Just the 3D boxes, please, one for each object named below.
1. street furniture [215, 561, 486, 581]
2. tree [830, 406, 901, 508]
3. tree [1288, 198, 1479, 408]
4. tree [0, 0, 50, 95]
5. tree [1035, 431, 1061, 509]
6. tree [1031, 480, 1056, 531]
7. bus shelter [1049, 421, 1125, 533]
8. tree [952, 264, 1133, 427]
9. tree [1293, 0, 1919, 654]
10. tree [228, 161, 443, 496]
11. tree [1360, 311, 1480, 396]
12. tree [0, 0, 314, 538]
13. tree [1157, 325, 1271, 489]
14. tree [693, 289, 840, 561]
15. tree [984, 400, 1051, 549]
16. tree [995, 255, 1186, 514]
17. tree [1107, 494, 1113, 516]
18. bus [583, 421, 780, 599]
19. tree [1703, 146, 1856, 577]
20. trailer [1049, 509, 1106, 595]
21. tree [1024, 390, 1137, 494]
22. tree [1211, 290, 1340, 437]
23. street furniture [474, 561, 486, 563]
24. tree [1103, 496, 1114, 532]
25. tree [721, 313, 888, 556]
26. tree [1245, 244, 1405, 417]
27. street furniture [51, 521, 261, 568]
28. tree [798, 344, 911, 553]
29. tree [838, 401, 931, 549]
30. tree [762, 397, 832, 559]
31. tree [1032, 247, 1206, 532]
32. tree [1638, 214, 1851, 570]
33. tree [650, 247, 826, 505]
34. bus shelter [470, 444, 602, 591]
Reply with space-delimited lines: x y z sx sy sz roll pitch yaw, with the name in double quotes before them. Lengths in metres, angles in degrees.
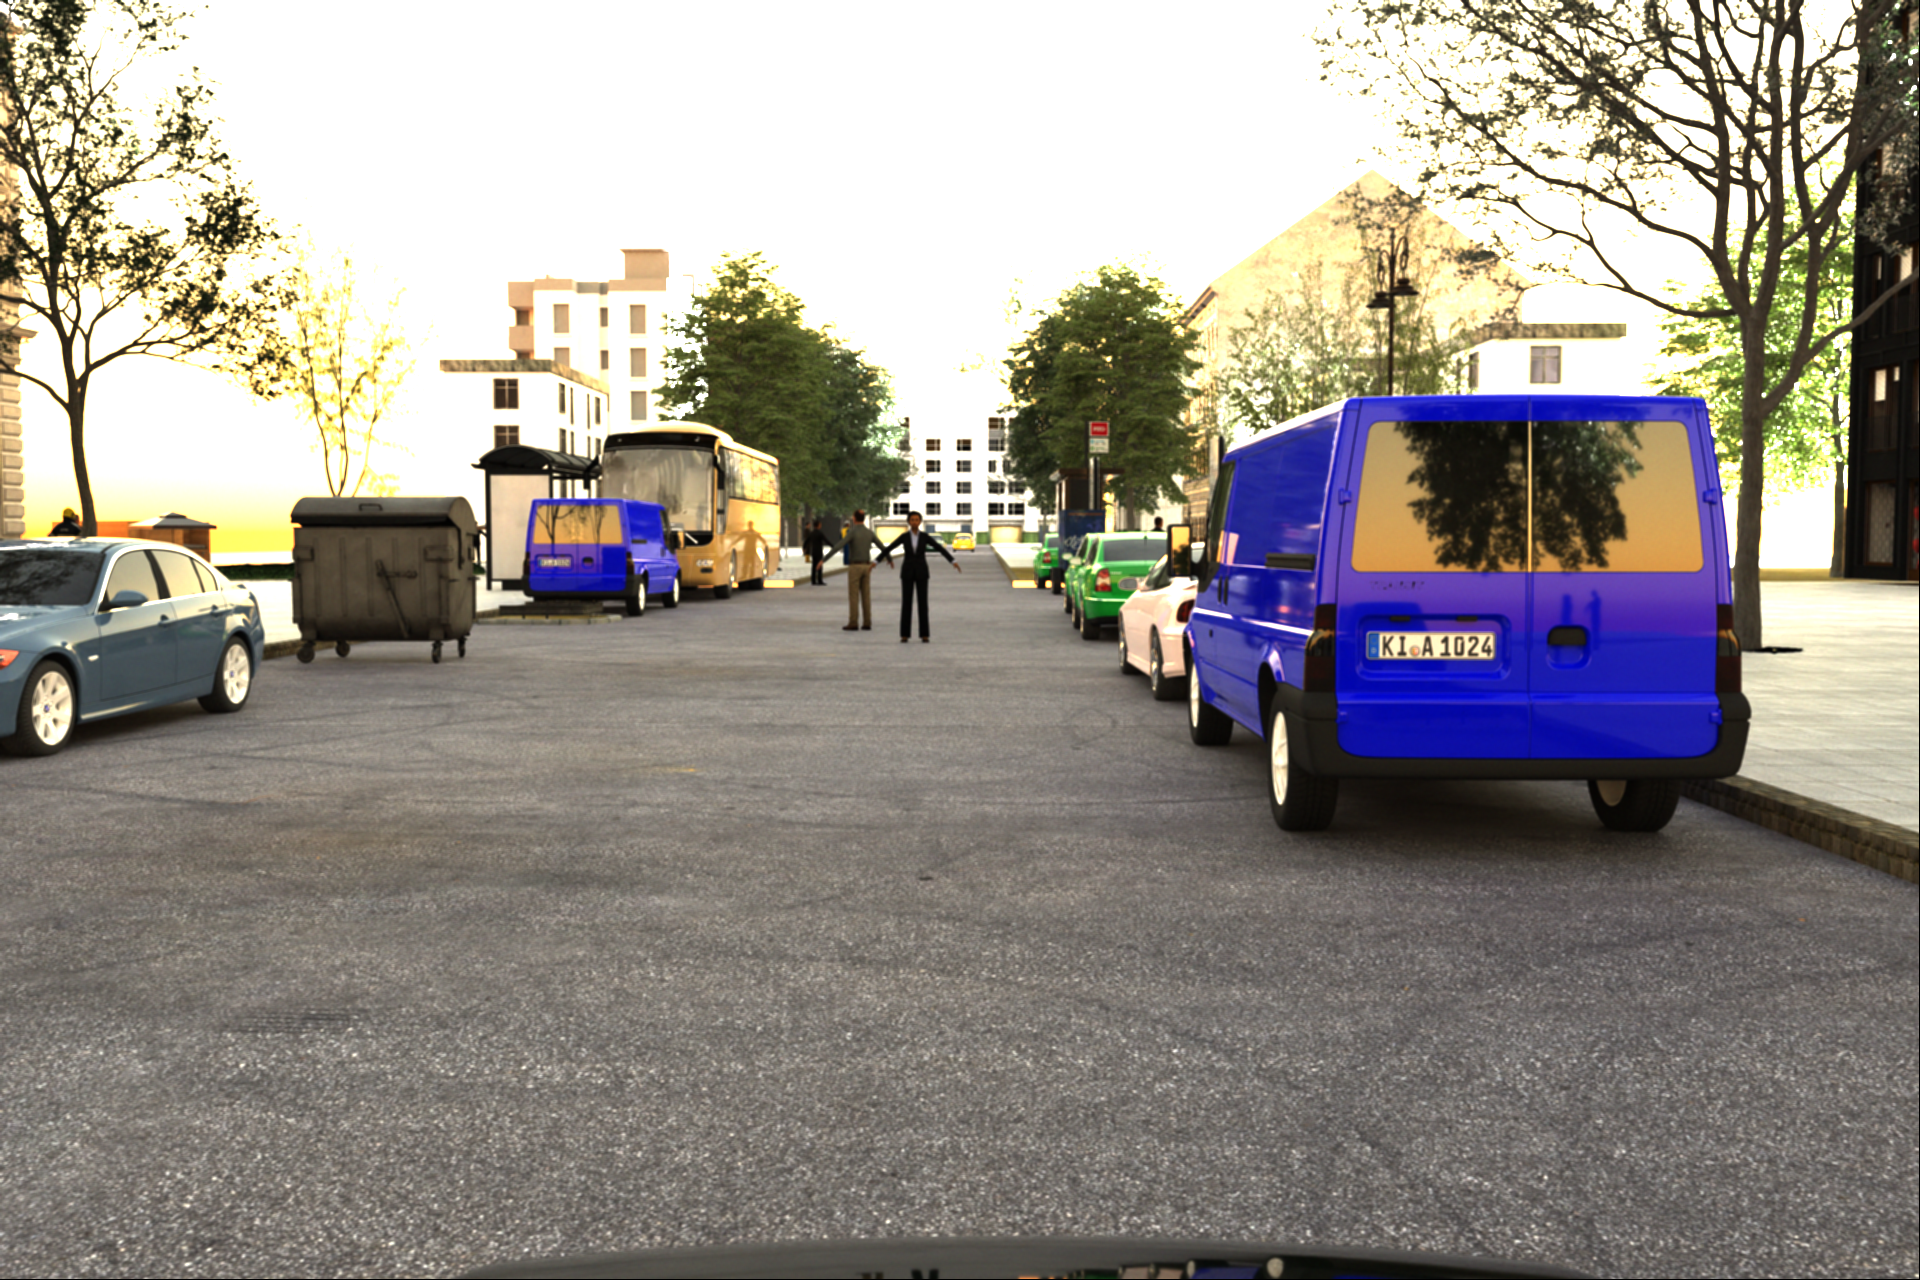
"street furniture" -17.941 -2.204 51.660 5.734 0.657 10.072 1 4 14
"tree" -8.269 -12.856 135.953 9.928 11.665 9.643 0 3 0
"tree" 8.916 -5.264 36.428 4.360 8.622 3.978 0 3 0
"tree" -12.512 -6.333 13.908 12.009 13.543 11.850 0 3 0
"tree" 6.710 -9.774 110.170 4.360 8.622 3.978 0 3 0
"tree" 7.917 -11.378 136.387 4.360 8.622 3.978 0 3 0
"bus shelter" 4.212 -4.981 59.074 2.179 5.291 8.768 0 4 0
"tree" 6.247 -16.305 122.480 12.611 20.169 13.585 0 3 0
"tree" 8.785 -6.627 18.720 12.009 13.543 11.850 0 3 0
"tree" -12.595 -5.174 34.959 4.360 8.622 3.978 0 3 0
"tree" 15.072 -6.490 56.477 4.737 8.622 4.395 0 3 0
"tree" -13.168 -5.567 25.429 7.601 10.594 8.767 -1 4 -9
"tree" 9.193 -6.746 60.660 4.360 8.622 3.978 0 3 0
"tree" -8.919 -9.941 80.664 7.486 12.596 7.792 0 3 0
"tree" 7.470 -14.812 152.545 12.009 13.543 11.850 0 3 0
"tree" 6.288 -10.661 80.968 9.857 13.997 8.962 0 3 0
"tree" 23.066 -17.977 244.281 4.360 8.622 3.978 0 3 0
"bus" -6.235 -3.057 41.526 2.896 3.916 12.252 0 4 0
"tree" 25.833 -8.151 51.393 7.486 12.596 7.792 0 3 0
"trailer" 2.904 -2.142 42.064 1.471 1.999 3.904 0 3 0
"tree" 7.123 -10.132 100.063 7.601 10.594 8.767 -3 4 -39
"tree" 9.803 -6.293 53.253 4.737 8.622 4.395 0 3 0
"street furniture" -12.755 -3.652 66.557 11.010 1.723 9.812 -1 4 -20
"tree" 20.877 -17.608 238.252 4.737 8.622 4.395 0 3 0
"tree" -8.883 -11.809 99.735 9.857 13.997 8.962 0 3 0
"tree" 9.081 -5.783 44.910 4.360 8.622 3.978 0 3 0
"street furniture" -29.683 -3.260 60.151 9.812 1.723 11.010 3 4 36
"tree" -7.715 -12.841 116.610 9.857 13.997 8.962 0 3 0
"tree" -7.661 -14.622 149.435 12.009 13.543 11.850 0 3 0
"tree" -9.263 -8.529 89.809 4.360 8.622 3.978 0 3 0
"tree" 6.494 -9.233 69.092 7.486 12.596 7.792 0 3 0
"tree" 28.191 -8.806 62.100 7.486 12.596 7.792 0 3 0
"tree" -8.877 -9.212 68.749 7.486 12.596 7.792 0 3 0
"bus shelter" -9.987 -2.930 41.822 2.014 3.302 5.546 0 4 1
